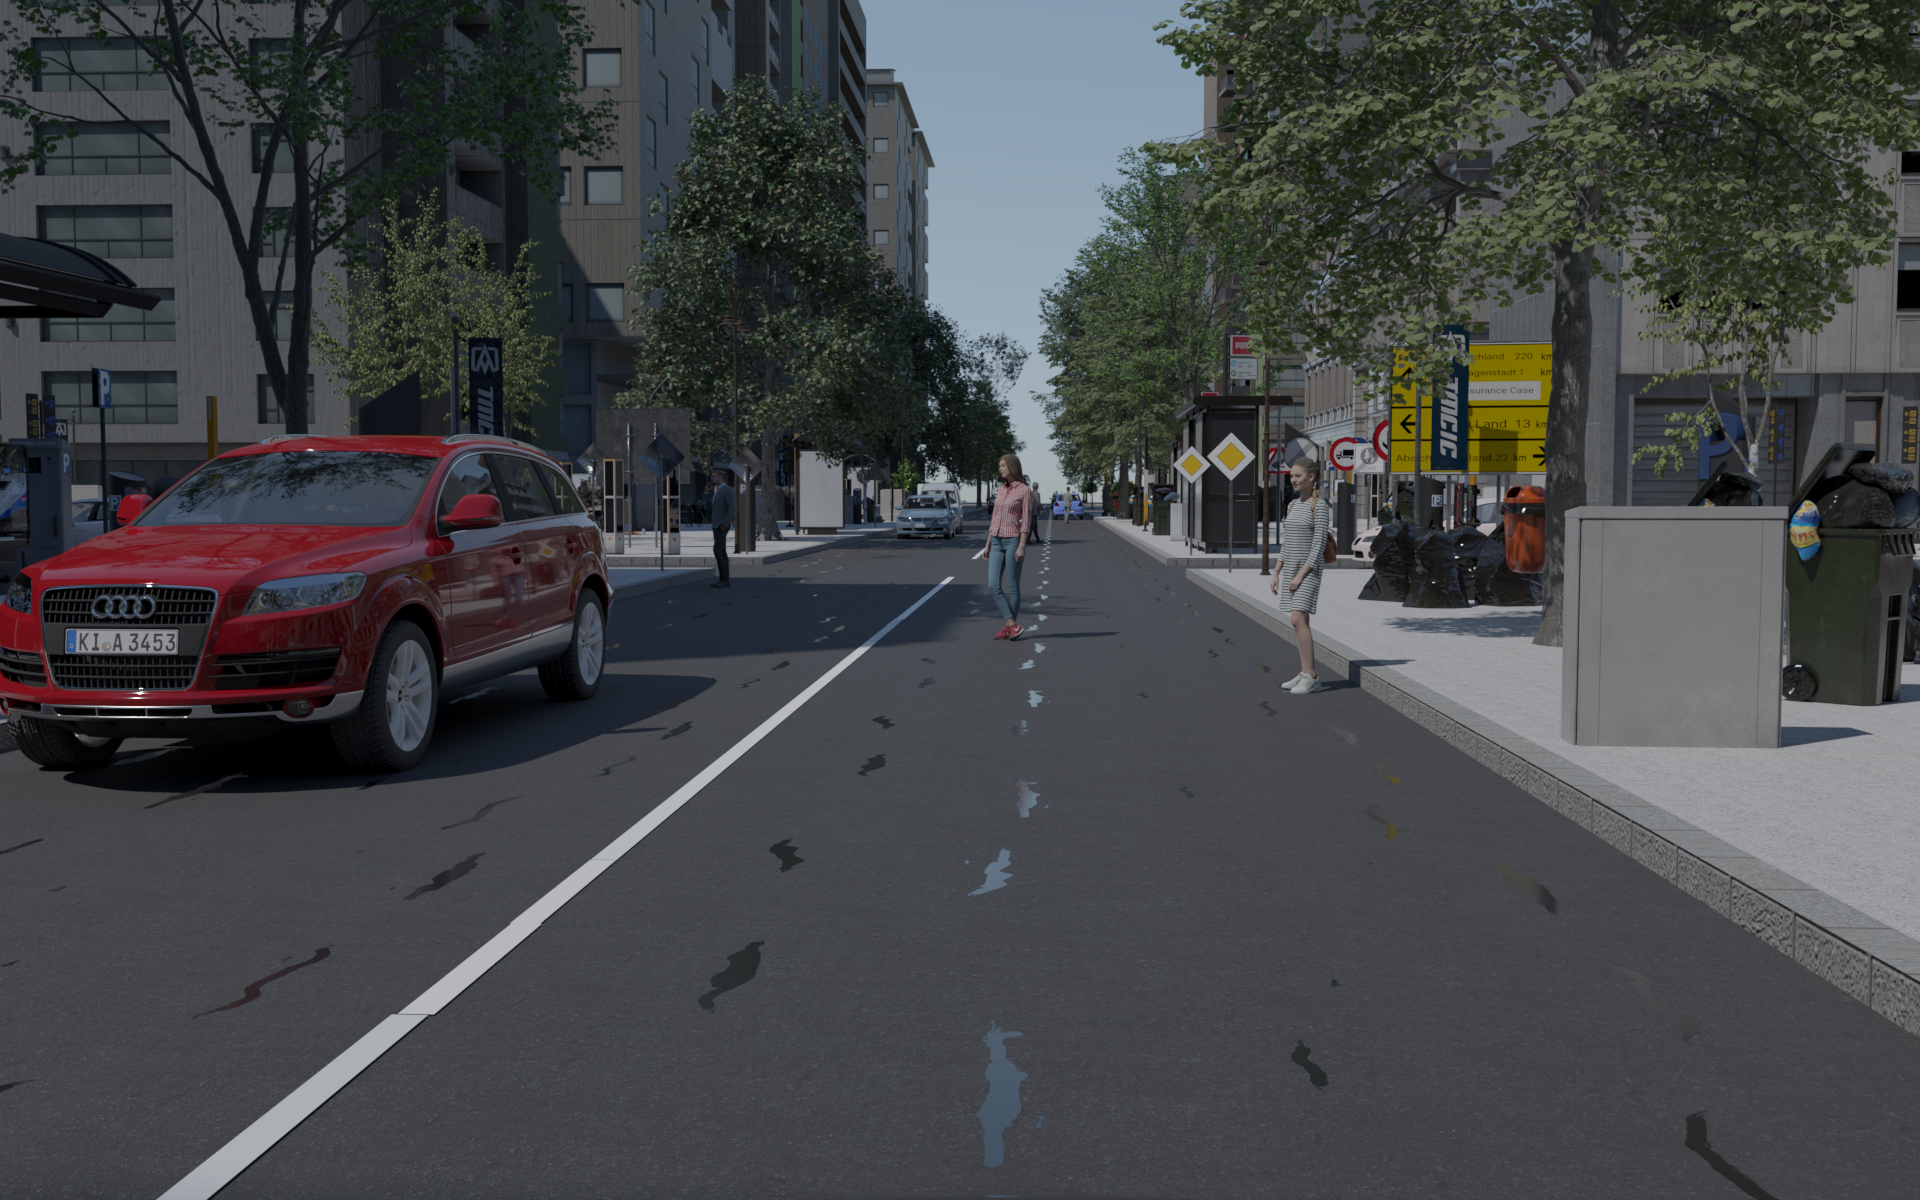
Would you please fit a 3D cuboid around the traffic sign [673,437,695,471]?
[{"bbox_3d":[-6.468,-2.420,39.566,0.884,2.594,0.081,1,4,13],"label":"traffic sign"}]

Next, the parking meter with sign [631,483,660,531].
[{"bbox_3d":[-11.040,-3.920,60.346,1.738,3.016,0.543,-3,4,-37],"label":"parking meter with sign"}]

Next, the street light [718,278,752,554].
[{"bbox_3d":[-4.797,-3.935,37.121,0.468,5.910,1.993,0,4,3],"label":"street light"}]

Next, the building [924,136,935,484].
[{"bbox_3d":[-18.639,-40.272,247.681,28.713,52.752,27.495,0,4,3],"label":"building"}]

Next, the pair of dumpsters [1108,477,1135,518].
[{"bbox_3d":[8.981,-5.674,95.256,1.574,2.255,4.437,0,4,3],"label":"pair of dumpsters"}]

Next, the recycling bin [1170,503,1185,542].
[{"bbox_3d":[6.207,-2.112,47.078,0.722,1.027,0.722,3,5,43],"label":"recycling bin"}]

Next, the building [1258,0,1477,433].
[{"bbox_3d":[28.161,-26.932,123.937,14.154,41.232,14.086,0,4,3],"label":"building"}]

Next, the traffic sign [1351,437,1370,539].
[{"bbox_3d":[8.904,-2.376,38.960,0.768,2.556,0.104,1,4,12],"label":"traffic sign"}]

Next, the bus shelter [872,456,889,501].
[{"bbox_3d":[-4.937,-5.873,89.954,2.014,3.302,5.546,0,4,3],"label":"bus shelter"}]

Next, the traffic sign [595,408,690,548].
[{"bbox_3d":[-7.547,-2.893,41.170,2.265,3.308,0.079,0,4,4],"label":"traffic sign"}]

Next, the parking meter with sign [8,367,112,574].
[{"bbox_3d":[-12.731,-1.696,23.984,1.738,3.016,0.543,-1,4,-9],"label":"parking meter with sign"}]

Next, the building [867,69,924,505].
[{"bbox_3d":[-20.350,-38.596,220.290,28.713,52.752,27.495,0,4,3],"label":"building"}]

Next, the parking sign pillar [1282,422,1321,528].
[{"bbox_3d":[12.874,-4.687,65.108,1.447,3.967,1.447,0,4,-1],"label":"parking sign pillar"}]

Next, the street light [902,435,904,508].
[{"bbox_3d":[-2.628,-6.520,79.386,0.468,5.910,1.993,0,4,3],"label":"street light"}]

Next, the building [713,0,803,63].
[{"bbox_3d":[-18.719,-26.643,119.201,14.154,41.232,14.086,0,4,3],"label":"building"}]

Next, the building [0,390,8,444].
[{"bbox_3d":[-44.084,-22.848,65.440,23.993,40.220,32.217,0,4,3],"label":"building"}]

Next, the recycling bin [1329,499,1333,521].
[{"bbox_3d":[18.012,-4.340,83.510,0.722,1.027,0.722,2,4,28],"label":"recycling bin"}]

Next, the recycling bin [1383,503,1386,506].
[{"bbox_3d":[12.631,-2.270,49.667,0.722,1.027,0.722,-2,4,-27],"label":"recycling bin"}]

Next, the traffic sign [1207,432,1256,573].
[{"bbox_3d":[4.395,-1.498,28.133,0.795,2.450,0.064,0,4,3],"label":"traffic sign"}]

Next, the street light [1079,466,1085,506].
[{"bbox_3d":[13.402,-13.082,186.675,0.468,5.910,1.993,0,4,3],"label":"street light"}]

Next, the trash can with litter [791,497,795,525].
[{"bbox_3d":[-6.496,-3.682,71.592,1.055,1.170,0.624,-3,5,-42],"label":"trash can with litter"}]

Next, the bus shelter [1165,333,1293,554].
[{"bbox_3d":[6.268,-3.883,41.113,2.179,5.291,8.768,0,4,3],"label":"bus shelter"}]

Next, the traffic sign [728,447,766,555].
[{"bbox_3d":[-4.506,-2.017,36.627,0.795,2.450,0.064,0,4,3],"label":"traffic sign"}]

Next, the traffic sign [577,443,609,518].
[{"bbox_3d":[-8.250,-2.312,38.981,0.795,2.450,0.064,1,4,12],"label":"traffic sign"}]

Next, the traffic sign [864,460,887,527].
[{"bbox_3d":[-3.252,-4.064,66.454,0.884,2.594,0.081,0,4,8],"label":"traffic sign"}]

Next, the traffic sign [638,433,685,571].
[{"bbox_3d":[-4.935,-1.530,28.653,0.795,2.450,0.064,0,4,3],"label":"traffic sign"}]

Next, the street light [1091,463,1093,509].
[{"bbox_3d":[11.061,-10.512,144.657,0.468,5.910,1.993,0,4,3],"label":"street light"}]

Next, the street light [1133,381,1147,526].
[{"bbox_3d":[7.110,-5.857,68.546,0.468,5.910,1.993,0,4,3],"label":"street light"}]

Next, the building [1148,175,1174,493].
[{"bbox_3d":[39.224,-38.789,257.898,21.300,48.544,21.600,0,4,3],"label":"building"}]

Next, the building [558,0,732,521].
[{"bbox_3d":[-27.569,-30.848,93.596,28.713,52.752,27.495,0,4,3],"label":"building"}]

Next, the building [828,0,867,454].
[{"bbox_3d":[-19.845,-32.267,151.271,21.300,48.544,21.600,0,4,3],"label":"building"}]

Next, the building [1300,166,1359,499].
[{"bbox_3d":[26.415,-16.118,99.694,11.583,22.565,21.152,0,4,3],"label":"building"}]

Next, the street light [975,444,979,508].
[{"bbox_3d":[1.532,-11.175,155.491,0.468,5.910,1.993,0,4,3],"label":"street light"}]

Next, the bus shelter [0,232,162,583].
[{"bbox_3d":[-7.582,-1.063,11.305,2.014,3.302,5.546,0,4,3],"label":"bus shelter"}]

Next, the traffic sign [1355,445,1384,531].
[{"bbox_3d":[8.337,-2.031,35.329,0.606,2.300,0.079,1,4,13],"label":"traffic sign"}]

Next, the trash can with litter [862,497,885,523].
[{"bbox_3d":[-3.899,-4.035,77.352,1.055,1.170,0.624,-3,5,-40],"label":"trash can with litter"}]

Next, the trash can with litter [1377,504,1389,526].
[{"bbox_3d":[10.166,-1.876,42.066,1.055,1.170,0.624,1,4,16],"label":"trash can with litter"}]

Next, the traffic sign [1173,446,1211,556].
[{"bbox_3d":[4.824,-1.986,36.107,0.795,2.450,0.064,0,4,3],"label":"traffic sign"}]

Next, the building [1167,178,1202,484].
[{"bbox_3d":[34.068,-33.153,225.647,14.154,41.232,14.086,0,4,3],"label":"building"}]

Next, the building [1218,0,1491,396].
[{"bbox_3d":[33.264,-30.009,145.263,22.147,44.769,28.867,0,4,3],"label":"building"}]

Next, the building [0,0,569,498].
[{"bbox_3d":[-22.383,-17.582,59.161,14.160,30.474,14.107,0,4,3],"label":"building"}]

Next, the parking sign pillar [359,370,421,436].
[{"bbox_3d":[-12.344,-2.994,37.430,1.447,3.967,1.447,-3,4,-36],"label":"parking sign pillar"}]

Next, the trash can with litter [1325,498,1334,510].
[{"bbox_3d":[11.525,-2.697,55.487,0.624,1.170,1.055,2,4,30],"label":"trash can with litter"}]

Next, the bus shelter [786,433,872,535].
[{"bbox_3d":[-4.259,-3.833,56.596,2.014,3.302,5.546,0,4,3],"label":"bus shelter"}]

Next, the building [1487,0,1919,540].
[{"bbox_3d":[27.257,-14.243,50.902,19.932,24.808,12.078,0,4,3],"label":"building"}]

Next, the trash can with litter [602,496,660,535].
[{"bbox_3d":[-10.599,-2.665,54.622,1.678,1.210,2.233,-3,5,-44],"label":"trash can with litter"}]

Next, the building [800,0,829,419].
[{"bbox_3d":[-17.861,-29.557,133.371,14.600,45.320,14.200,0,4,3],"label":"building"}]

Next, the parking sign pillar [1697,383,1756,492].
[{"bbox_3d":[18.263,-3.232,41.307,1.447,3.967,1.447,-2,4,-26],"label":"parking sign pillar"}]

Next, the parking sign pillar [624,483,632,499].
[{"bbox_3d":[-14.451,-5.255,74.393,1.447,3.967,1.447,1,4,13],"label":"parking sign pillar"}]

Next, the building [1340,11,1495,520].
[{"bbox_3d":[25.447,-14.385,76.997,13.314,21.916,24.055,0,4,3],"label":"building"}]

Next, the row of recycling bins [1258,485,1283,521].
[{"bbox_3d":[14.446,-4.567,81.775,3.534,1.692,1.069,2,4,28],"label":"row of recycling bins"}]

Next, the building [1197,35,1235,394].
[{"bbox_3d":[30.897,-31.608,166.898,14.600,45.320,14.200,0,4,3],"label":"building"}]

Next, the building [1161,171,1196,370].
[{"bbox_3d":[35.140,-36.055,239.602,14.600,45.320,14.200,0,4,3],"label":"building"}]

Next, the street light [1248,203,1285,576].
[{"bbox_3d":[4.824,-3.327,27.176,0.468,5.910,1.993,0,4,3],"label":"street light"}]

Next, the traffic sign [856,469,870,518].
[{"bbox_3d":[-4.815,-5.301,86.777,0.768,2.556,0.104,0,4,6],"label":"traffic sign"}]

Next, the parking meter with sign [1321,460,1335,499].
[{"bbox_3d":[18.834,-5.709,89.608,0.543,3.016,1.738,0,4,-6],"label":"parking meter with sign"}]

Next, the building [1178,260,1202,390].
[{"bbox_3d":[33.647,-26.924,211.908,14.160,30.474,14.107,0,4,3],"label":"building"}]

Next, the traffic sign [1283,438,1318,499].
[{"bbox_3d":[7.742,-2.405,39.428,0.768,2.556,0.104,1,4,12],"label":"traffic sign"}]

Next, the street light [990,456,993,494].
[{"bbox_3d":[3.651,-13.670,196.293,0.468,5.910,1.993,0,4,3],"label":"street light"}]
